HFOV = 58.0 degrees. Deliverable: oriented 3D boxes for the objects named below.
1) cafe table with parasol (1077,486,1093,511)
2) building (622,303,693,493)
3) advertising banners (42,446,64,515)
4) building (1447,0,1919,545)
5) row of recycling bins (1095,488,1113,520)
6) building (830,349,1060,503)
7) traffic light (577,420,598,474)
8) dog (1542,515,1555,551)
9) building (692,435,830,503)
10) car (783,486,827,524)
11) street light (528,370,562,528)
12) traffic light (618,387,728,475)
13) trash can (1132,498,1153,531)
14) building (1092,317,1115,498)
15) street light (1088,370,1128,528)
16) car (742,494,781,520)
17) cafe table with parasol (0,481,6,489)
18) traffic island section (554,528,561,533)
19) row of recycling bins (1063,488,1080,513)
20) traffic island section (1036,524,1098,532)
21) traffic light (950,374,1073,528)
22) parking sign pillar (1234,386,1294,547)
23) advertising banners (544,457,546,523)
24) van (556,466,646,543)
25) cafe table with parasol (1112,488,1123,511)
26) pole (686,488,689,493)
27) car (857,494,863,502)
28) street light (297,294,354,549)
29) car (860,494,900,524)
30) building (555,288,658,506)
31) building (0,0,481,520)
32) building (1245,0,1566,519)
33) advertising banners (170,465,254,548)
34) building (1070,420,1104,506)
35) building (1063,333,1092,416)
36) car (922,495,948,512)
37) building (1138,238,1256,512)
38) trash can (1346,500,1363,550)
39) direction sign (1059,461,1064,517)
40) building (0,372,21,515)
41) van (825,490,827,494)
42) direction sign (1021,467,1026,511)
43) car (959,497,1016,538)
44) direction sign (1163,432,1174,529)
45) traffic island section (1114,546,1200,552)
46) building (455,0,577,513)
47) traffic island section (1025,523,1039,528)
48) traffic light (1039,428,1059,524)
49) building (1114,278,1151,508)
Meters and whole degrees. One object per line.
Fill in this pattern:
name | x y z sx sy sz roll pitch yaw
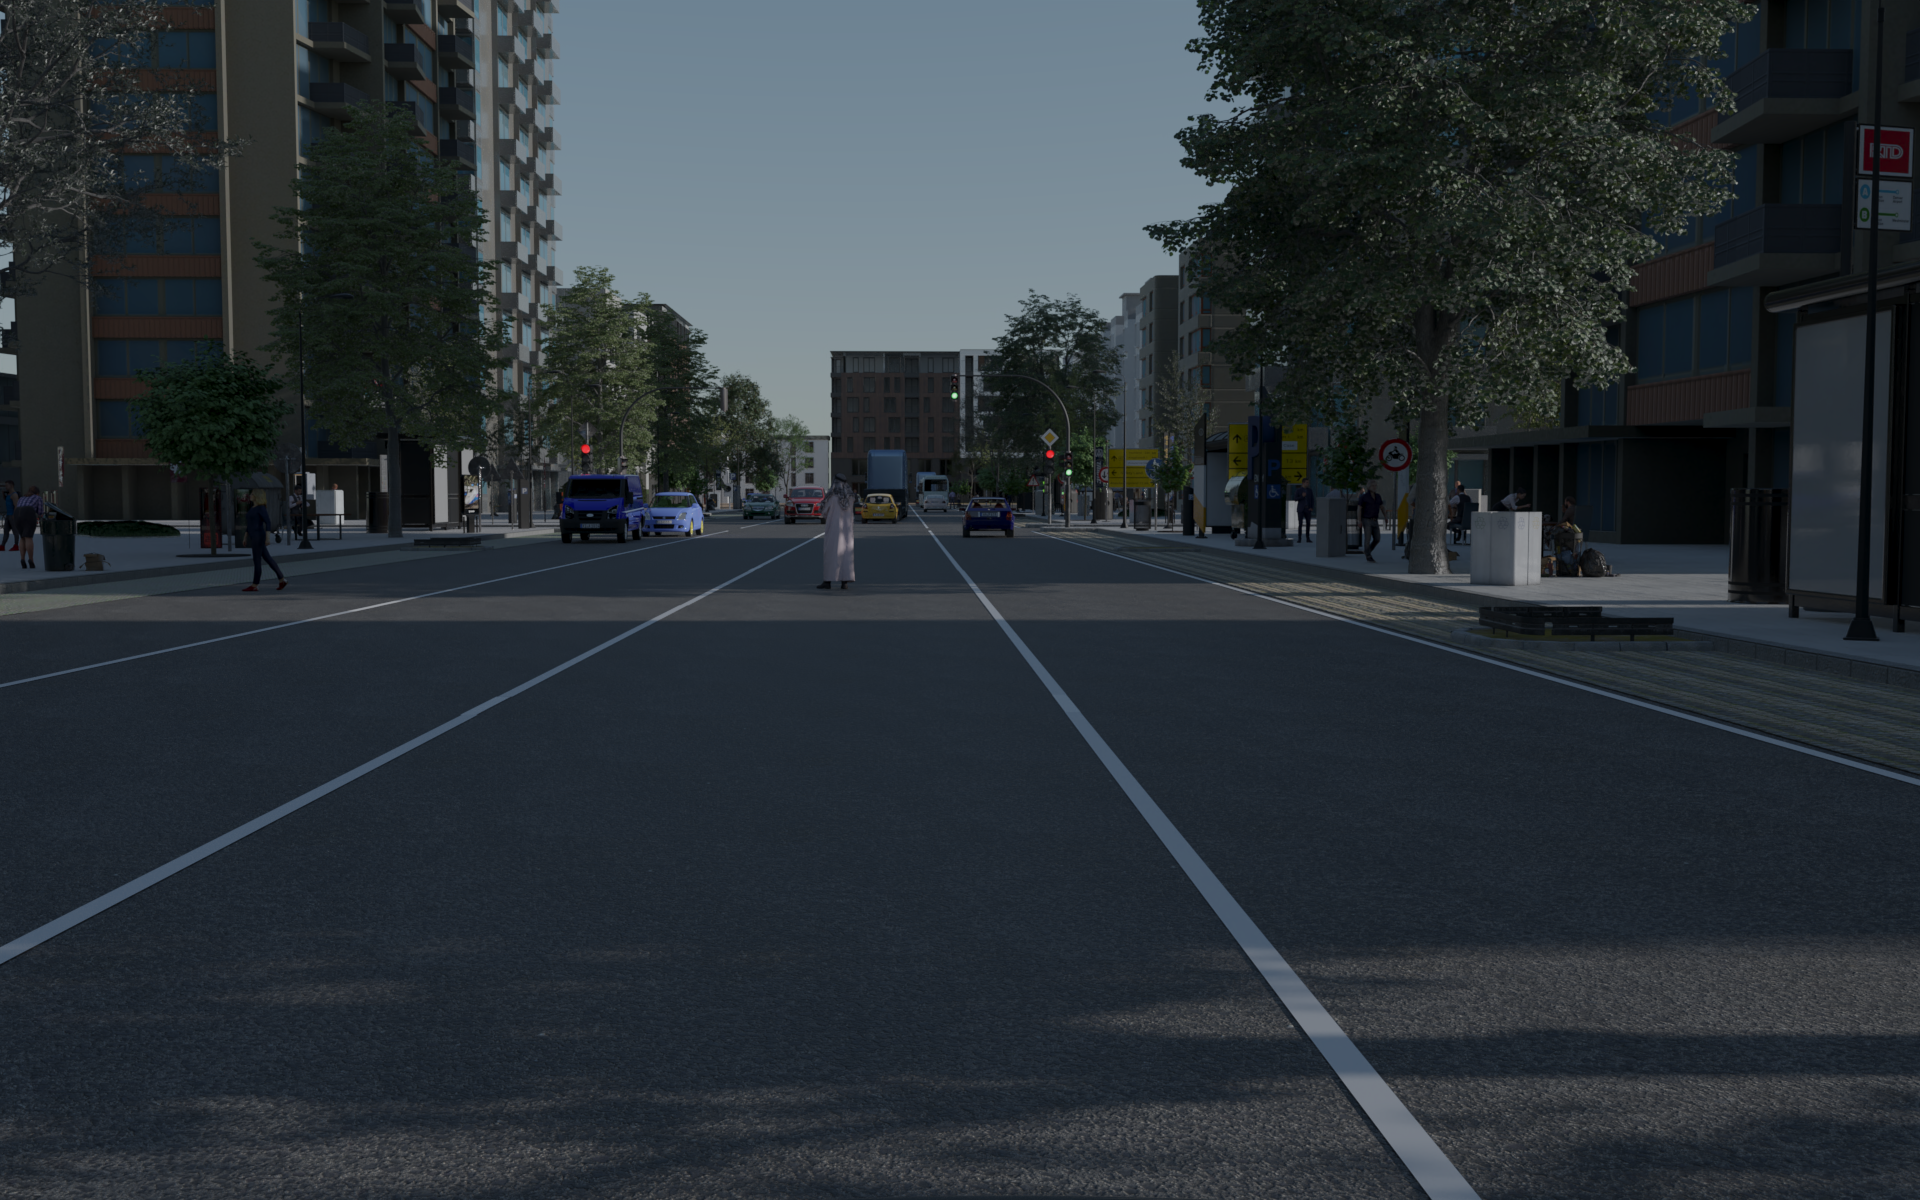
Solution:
cafe table with parasol | 9.128 -7.529 127.964 2.610 1.966 2.610 -1 4 -18
building | -48.242 -21.731 199.274 32.646 21.610 27.936 0 4 -2
advertising banners | -33.513 -4.149 64.030 2.074 3.025 0.090 3 5 42
building | 26.509 -23.606 40.590 22.147 44.769 28.867 0 4 -2
row of recycling bins | 7.265 -4.933 87.767 1.069 1.692 3.534 0 4 6
building | -2.571 -25.325 258.044 32.646 21.610 27.936 0 4 -2
traffic light | -14.080 -4.686 65.543 0.839 4.253 0.868 0 4 -2
dog | 13.436 -1.509 39.053 0.800 0.831 0.513 0 4 -5
building | -32.775 -18.697 247.836 28.070 9.664 9.099 0 4 -2
car | -7.338 -4.581 83.577 2.281 1.827 5.304 0 4 -1
street light | -15.630 -5.663 65.138 1.470 5.913 1.316 0 4 -2
traffic light | -12.266 -6.053 73.630 4.771 5.953 1.251 0 4 -2
trash can | 6.367 -2.983 60.428 0.748 1.137 0.748 0 3 0
building | 21.735 -19.095 168.621 16.016 20.091 11.380 0 4 -2
street light | 5.636 -5.652 64.958 1.470 5.913 1.316 0 4 -2
car | -11.304 -5.329 98.919 2.131 1.459 4.920 0 4 -1
cafe table with parasol | -25.458 -2.390 43.948 2.610 1.966 2.610 -3 5 -41
traffic island section | -14.121 -2.654 65.677 2.009 0.180 2.903 0 4 -2
row of recycling bins | 7.466 -6.711 116.836 1.069 1.692 3.534 1 4 12
traffic island section | 4.130 -2.692 66.295 2.009 0.180 2.903 0 4 -2
traffic light | 2.002 -5.584 65.967 4.771 5.953 1.251 0 4 -2
parking sign pillar | 7.508 -3.314 42.649 1.447 3.967 1.447 -1 4 -10
advertising banners | -18.764 -5.019 78.249 0.090 3.025 2.074 -1 4 -13
van | -10.786 -2.931 52.308 2.240 2.365 5.245 0 4 -3
cafe table with parasol | 11.873 -7.943 134.728 2.610 1.966 2.610 -2 4 -28
pole | -18.908 -7.737 120.340 0.158 3.312 0.155 0 3 0
car | -10.448 -9.746 169.566 2.015 1.641 3.980 0 4 -1
street light | -14.741 -4.142 40.268 1.470 5.913 1.316 0 4 -2
car | -3.947 -4.577 85.062 2.015 1.641 3.980 0 4 -1
building | -39.272 -18.222 164.383 16.747 18.905 31.486 0 4 -2
building | -39.870 -27.027 96.522 22.147 44.769 28.867 0 4 -2
building | 31.434 -29.227 97.463 30.456 49.044 23.786 0 4 -2
advertising banners | -17.651 -2.730 40.825 2.074 3.025 0.090 -1 4 -10
building | 17.462 -15.132 189.551 9.099 9.664 28.070 0 4 -2
building | 20.405 -21.605 209.661 16.016 20.091 11.380 0 4 -2
car | -1.954 -7.633 137.155 2.083 1.381 4.827 0 4 -1
building | 29.394 -17.541 131.829 27.650 21.520 28.899 0 4 -2
trash can | 9.020 -1.742 40.132 0.748 1.137 0.748 0 3 0
direction sign | 5.824 -6.535 98.848 0.379 3.537 0.876 1 4 23
building | -71.522 -30.938 95.080 27.495 52.752 28.713 0 4 -2
van | -14.795 -10.754 182.842 2.013 2.044 4.112 0 4 0
direction sign | 4.804 -8.518 131.271 0.379 3.537 0.876 0 4 -2
car | 0.938 -2.796 58.298 1.945 1.354 3.894 0 3 0
direction sign | 7.703 -4.404 64.004 0.379 3.537 0.876 2 4 31
traffic island section | 4.901 -1.268 43.603 1.991 0.108 1.994 0 4 -2
building | -41.755 -30.983 126.173 23.786 49.044 30.456 0 4 -2
traffic island section | 3.857 -3.180 74.276 2.009 0.180 2.903 0 4 -2
traffic light | 3.816 -5.213 74.160 0.839 4.253 0.868 0 4 -2
building | 22.996 -18.402 157.298 16.016 20.091 11.380 0 4 -2
